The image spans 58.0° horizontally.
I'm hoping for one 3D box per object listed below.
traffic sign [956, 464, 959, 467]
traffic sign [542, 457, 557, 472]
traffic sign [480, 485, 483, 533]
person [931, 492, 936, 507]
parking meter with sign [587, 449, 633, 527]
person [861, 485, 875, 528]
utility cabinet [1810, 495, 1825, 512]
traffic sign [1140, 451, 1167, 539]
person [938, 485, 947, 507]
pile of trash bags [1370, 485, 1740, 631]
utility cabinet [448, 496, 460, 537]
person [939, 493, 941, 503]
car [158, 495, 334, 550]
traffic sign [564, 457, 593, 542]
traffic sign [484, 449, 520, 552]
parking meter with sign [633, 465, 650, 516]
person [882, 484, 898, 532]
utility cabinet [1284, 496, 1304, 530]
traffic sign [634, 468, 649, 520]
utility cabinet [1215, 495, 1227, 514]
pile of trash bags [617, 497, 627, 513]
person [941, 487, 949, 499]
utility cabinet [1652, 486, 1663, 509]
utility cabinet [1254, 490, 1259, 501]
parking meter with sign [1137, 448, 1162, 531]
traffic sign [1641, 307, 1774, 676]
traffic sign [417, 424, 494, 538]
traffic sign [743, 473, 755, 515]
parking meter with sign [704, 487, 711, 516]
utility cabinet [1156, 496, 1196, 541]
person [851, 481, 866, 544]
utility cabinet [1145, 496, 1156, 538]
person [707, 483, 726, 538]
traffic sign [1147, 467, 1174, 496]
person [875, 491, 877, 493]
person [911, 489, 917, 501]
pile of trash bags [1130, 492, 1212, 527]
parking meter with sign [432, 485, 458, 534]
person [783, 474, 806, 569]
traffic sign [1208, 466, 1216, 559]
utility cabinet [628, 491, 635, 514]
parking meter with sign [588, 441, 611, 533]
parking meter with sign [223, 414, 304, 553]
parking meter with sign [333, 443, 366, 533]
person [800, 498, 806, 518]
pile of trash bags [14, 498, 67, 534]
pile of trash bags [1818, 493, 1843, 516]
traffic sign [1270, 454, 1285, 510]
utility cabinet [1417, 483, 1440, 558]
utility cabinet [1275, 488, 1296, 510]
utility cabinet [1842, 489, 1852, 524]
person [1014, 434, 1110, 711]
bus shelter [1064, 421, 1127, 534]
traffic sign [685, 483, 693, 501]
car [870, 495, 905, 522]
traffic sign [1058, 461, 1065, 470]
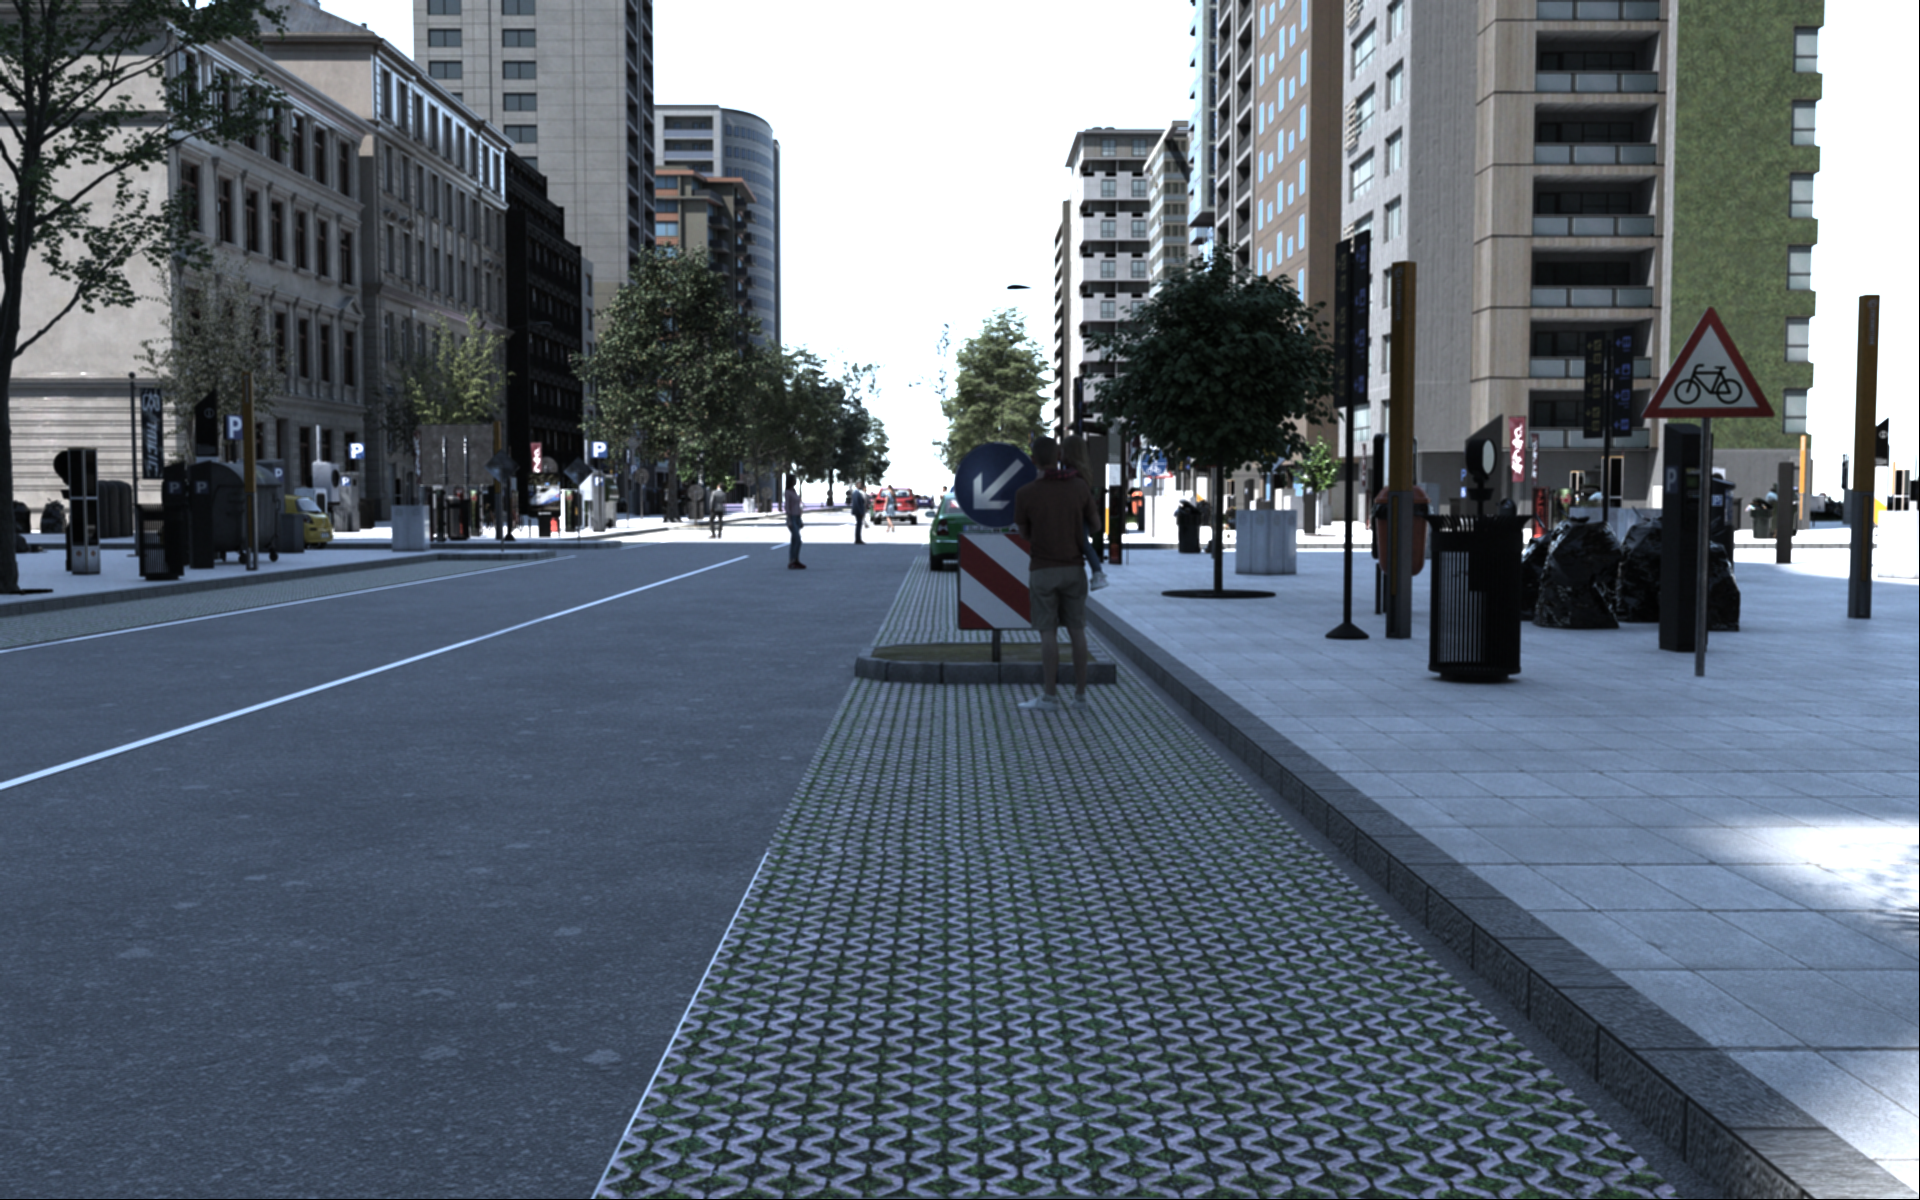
[{"bbox_3d":[0.314,-2.135,38.544,0.795,2.450,0.064,0,4,0],"label":"traffic sign"},{"bbox_3d":[-14.126,-3.610,59.133,0.768,2.556,0.104,0,4,2],"label":"traffic sign"},{"bbox_3d":[-15.330,-3.385,55.449,0.768,2.556,0.104,0,4,5],"label":"traffic sign"},{"bbox_3d":[-2.985,-11.386,195.601,0.436,1.711,0.756,-1,4,-12],"label":"person"},{"bbox_3d":[-13.742,-4.347,67.333,1.738,3.016,0.543,0,4,3],"label":"parking meter with sign"},{"bbox_3d":[-4.044,-3.923,72.918,0.850,1.792,0.678,3,5,40],"label":"person"},{"bbox_3d":[46.963,-5.138,95.170,1.020,1.237,0.306,0,4,-2],"label":"utility cabinet"},{"bbox_3d":[5.568,-3.042,49.836,0.768,2.556,0.104,0,4,6],"label":"traffic sign"},{"bbox_3d":[-0.579,-3.893,72.420,0.850,1.792,0.678,-1,4,-9],"label":"person"},{"bbox_3d":[5.860,-0.461,17.283,3.447,1.369,1.912,1,4,13],"label":"pile of trash bags"},{"bbox_3d":[-15.095,-2.480,51.717,0.306,1.237,1.020,-1,4,-14],"label":"utility cabinet"},{"bbox_3d":[-2.981,-15.572,264.578,0.415,1.643,0.593,1,4,18],"label":"person"},{"bbox_3d":[-17.386,-1.952,42.135,3.980,1.641,2.015,0,4,1],"label":"car"},{"bbox_3d":[-10.234,-2.620,46.479,0.795,2.450,0.064,0,4,0],"label":"traffic sign"},{"bbox_3d":[-10.180,-2.132,38.494,0.795,2.450,0.064,0,4,0],"label":"traffic sign"},{"bbox_3d":[-19.094,-6.556,103.445,0.543,3.016,1.738,-3,4,-38],"label":"parking meter with sign"},{"bbox_3d":[-2.574,-3.435,64.763,0.616,1.811,0.778,-2,4,-29],"label":"person"},{"bbox_3d":[11.928,-3.093,61.733,0.306,1.237,1.020,3,5,44],"label":"utility cabinet"},{"bbox_3d":[-15.607,-5.184,84.859,0.768,2.556,0.104,0,4,8],"label":"traffic sign"},{"bbox_3d":[14.149,-4.966,92.358,1.020,1.237,0.306,2,4,29],"label":"utility cabinet"},{"bbox_3d":[-23.673,-6.562,117.041,3.447,1.369,1.912,-3,4,-38],"label":"pile of trash bags"},{"bbox_3d":[-0.673,-4.633,84.210,0.622,1.834,0.822,2,4,34],"label":"person"},{"bbox_3d":[20.276,-2.475,49.137,1.173,1.500,0.318,1,4,23],"label":"utility cabinet"},{"bbox_3d":[14.303,-4.655,84.793,0.318,1.500,1.173,0,4,-6],"label":"utility cabinet"},{"bbox_3d":[6.687,-3.980,61.340,0.543,3.016,1.738,1,4,19],"label":"parking meter with sign"},{"bbox_3d":[5.216,-0.742,12.140,0.884,2.594,0.081,0,4,7],"label":"traffic sign"},{"bbox_3d":[-14.657,-3.451,50.302,2.265,3.308,0.079,0,4,6],"label":"traffic sign"},{"bbox_3d":[-12.733,-6.381,104.436,0.768,2.556,0.104,0,4,3],"label":"traffic sign"},{"bbox_3d":[-15.117,-6.585,103.932,0.543,3.016,1.738,-1,4,-22],"label":"parking meter with sign"},{"bbox_3d":[5.983,-2.229,47.601,1.020,1.237,0.306,3,5,39],"label":"utility cabinet"},{"bbox_3d":[-2.923,-2.521,49.906,0.419,1.800,0.721,0,4,-5],"label":"person"},{"bbox_3d":[5.947,-2.442,51.082,1.020,1.237,0.306,3,5,42],"label":"utility cabinet"},{"bbox_3d":[-7.875,-2.900,56.094,0.592,1.802,0.473,-1,4,-21],"label":"person"},{"bbox_3d":[6.740,-3.563,58.257,0.884,2.594,0.081,0,4,8],"label":"traffic sign"},{"bbox_3d":[-9.947,-12.083,206.066,0.705,1.823,1.348,2,4,35],"label":"person"},{"bbox_3d":[-3.346,-6.826,120.374,0.678,1.792,0.850,-1,4,-13],"label":"person"},{"bbox_3d":[8.482,-3.634,69.166,3.447,1.369,1.912,1,4,22],"label":"pile of trash bags"},{"bbox_3d":[-16.726,-3.653,55.984,0.543,3.016,1.738,1,4,18],"label":"parking meter with sign"},{"bbox_3d":[-3.170,-1.499,33.022,0.388,1.821,0.555,1,4,11],"label":"person"},{"bbox_3d":[5.024,-2.099,34.315,0.884,2.594,0.081,0,4,5],"label":"traffic sign"},{"bbox_3d":[-20.866,-6.316,111.953,1.173,1.500,0.318,0,4,7],"label":"utility cabinet"},{"bbox_3d":[-12.120,-3.788,58.196,0.543,3.016,1.738,-1,4,-13],"label":"parking meter with sign"},{"bbox_3d":[-15.199,-2.548,37.928,1.738,3.016,0.543,1,4,18],"label":"parking meter with sign"},{"bbox_3d":[-20.562,-3.792,58.253,0.543,3.016,1.738,0,4,2],"label":"parking meter with sign"},{"bbox_3d":[-9.515,-5.523,103.810,0.505,1.210,0.382,-2,4,-26],"label":"person"},{"bbox_3d":[-30.939,-2.864,56.582,3.447,1.369,1.912,-1,4,-12],"label":"pile of trash bags"},{"bbox_3d":[50.762,-5.578,100.951,1.912,1.369,3.447,0,4,6],"label":"pile of trash bags"},{"bbox_3d":[5.259,-1.717,29.251,0.795,2.450,0.064,0,4,4],"label":"traffic sign"},{"bbox_3d":[9.221,-1.593,34.727,0.318,1.500,1.173,-1,4,-11],"label":"utility cabinet"},{"bbox_3d":[12.955,-3.691,69.028,0.318,1.500,1.173,3,4,38],"label":"utility cabinet"},{"bbox_3d":[37.955,-3.942,73.128,1.173,1.500,0.318,1,4,14],"label":"utility cabinet"},{"bbox_3d":[0.687,-0.185,11.505,0.573,1.828,0.580,2,4,31],"label":"person"},{"bbox_3d":[4.511,-4.088,58.114,1.731,3.624,6.357,0,4,0],"label":"bus shelter"},{"bbox_3d":[-14.733,-5.827,95.278,0.884,2.594,0.081,0,4,7],"label":"traffic sign"},{"bbox_3d":[-3.783,-4.840,90.937,2.131,1.459,4.920,0,4,-1],"label":"car"},{"bbox_3d":[3.830,-3.997,65.458,0.768,2.556,0.104,0,4,1],"label":"traffic sign"}]
